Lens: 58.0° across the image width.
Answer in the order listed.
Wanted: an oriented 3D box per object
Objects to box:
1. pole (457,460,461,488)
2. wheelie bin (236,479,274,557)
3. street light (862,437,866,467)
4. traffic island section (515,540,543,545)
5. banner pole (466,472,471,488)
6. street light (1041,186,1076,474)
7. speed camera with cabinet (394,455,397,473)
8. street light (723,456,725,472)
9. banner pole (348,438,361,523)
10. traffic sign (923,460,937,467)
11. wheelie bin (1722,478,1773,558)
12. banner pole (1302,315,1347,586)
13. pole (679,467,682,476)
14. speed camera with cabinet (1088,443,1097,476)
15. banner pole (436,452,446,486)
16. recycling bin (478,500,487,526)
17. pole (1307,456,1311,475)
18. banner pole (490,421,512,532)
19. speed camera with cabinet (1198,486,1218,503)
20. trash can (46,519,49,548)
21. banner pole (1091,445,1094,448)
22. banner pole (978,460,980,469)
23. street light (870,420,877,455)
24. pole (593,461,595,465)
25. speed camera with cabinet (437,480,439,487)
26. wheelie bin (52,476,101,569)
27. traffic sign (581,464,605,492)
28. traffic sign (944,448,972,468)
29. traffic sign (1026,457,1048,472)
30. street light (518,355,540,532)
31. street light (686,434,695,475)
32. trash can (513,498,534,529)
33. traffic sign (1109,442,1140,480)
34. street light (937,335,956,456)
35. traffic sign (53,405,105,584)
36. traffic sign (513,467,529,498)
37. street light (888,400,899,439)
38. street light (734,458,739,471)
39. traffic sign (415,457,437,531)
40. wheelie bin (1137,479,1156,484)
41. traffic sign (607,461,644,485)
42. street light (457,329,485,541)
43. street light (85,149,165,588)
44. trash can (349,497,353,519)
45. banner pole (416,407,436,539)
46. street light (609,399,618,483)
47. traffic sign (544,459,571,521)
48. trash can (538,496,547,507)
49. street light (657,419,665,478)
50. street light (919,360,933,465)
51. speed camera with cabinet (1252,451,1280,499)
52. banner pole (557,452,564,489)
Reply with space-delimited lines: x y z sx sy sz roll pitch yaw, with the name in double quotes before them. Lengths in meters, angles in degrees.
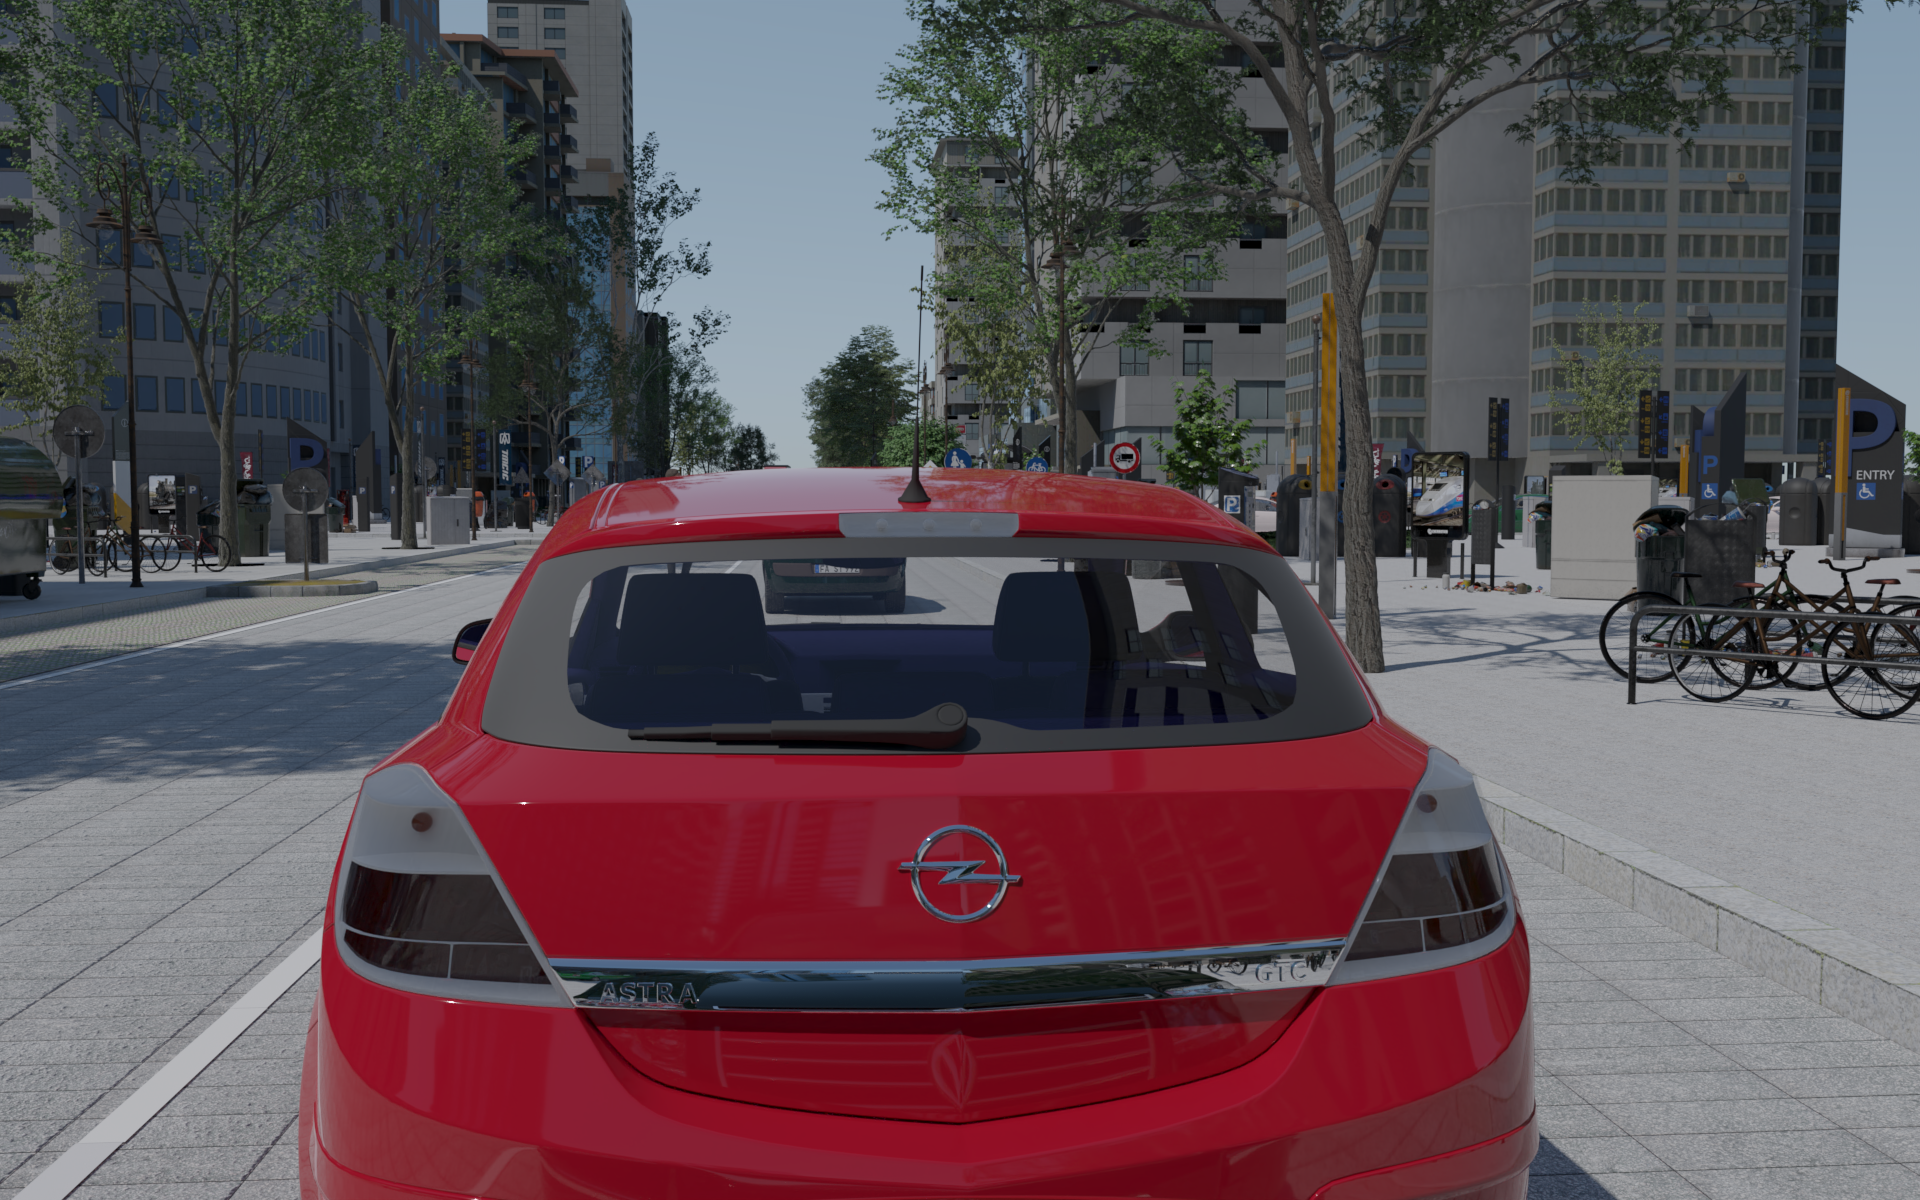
"pole" -30.398 -6.807 105.133 0.158 3.312 0.155 0 3 0
"wheelie bin" -14.482 -1.682 35.414 0.693 1.594 0.980 2 4 33
"street light" -7.281 -9.753 132.246 0.468 5.910 1.993 0 4 -5
"traffic island section" -11.603 -1.692 49.940 2.009 0.180 2.903 0 4 -5
"banner pole" -21.672 -5.281 76.363 0.401 3.779 0.863 0 4 -1
"street light" 1.549 -3.277 26.371 0.468 5.910 1.993 0 4 -5
"speed camera with cabinet" -28.112 -5.750 88.355 2.038 3.252 0.660 2 4 25
"street light" -24.885 -12.852 182.915 0.468 5.910 1.993 0 4 -5
"banner pole" -27.162 -5.366 77.746 0.863 3.779 0.401 1 4 21
"traffic sign" -0.872 -2.882 50.761 0.795 2.450 0.064 0 4 -5
"wheelie bin" 15.876 -1.659 35.025 0.980 1.594 0.693 0 4 -1
"banner pole" 5.177 -2.106 24.442 0.863 3.779 0.401 -2 4 -32
"pole" -20.912 -8.310 129.704 0.158 3.312 0.155 0 3 0
"speed camera with cabinet" 4.879 -4.404 66.347 0.660 3.252 2.038 3 5 44
"banner pole" -30.973 -6.917 103.114 0.401 3.779 0.863 3 5 40
"recycling bin" -19.662 -3.545 70.513 0.722 1.027 0.722 0 4 -7
"pole" 18.665 -6.046 92.702 0.158 3.312 0.155 0 3 0
"banner pole" -15.636 -4.221 59.030 0.863 3.779 0.401 1 4 14
"speed camera with cabinet" 9.510 -4.336 65.233 0.660 3.252 2.038 0 4 -7
"trash can" -20.961 -1.684 39.187 0.748 1.137 0.748 0 3 0
"banner pole" 7.022 -6.055 89.013 0.863 3.779 0.401 2 4 28
"banner pole" 1.622 -8.427 127.790 0.863 3.779 0.401 1 4 20
"street light" -5.387 -8.283 108.213 0.468 5.910 1.993 0 4 -5
"pole" -22.426 -6.854 105.900 0.158 3.312 0.155 0 3 0
"speed camera with cabinet" -32.253 -6.981 108.469 2.038 3.252 0.660 -1 4 -13
"wheelie bin" -15.282 -1.349 29.963 0.693 1.594 0.980 -1 4 -11
"traffic sign" -12.253 -3.315 57.837 0.795 2.450 0.064 0 4 -5
"traffic sign" -0.054 -2.929 47.994 0.768 2.556 0.104 0 4 -4
"traffic sign" 2.634 -3.626 59.384 0.768 2.556 0.104 0 3 0
"street light" -14.357 -5.201 57.831 0.468 5.910 1.993 0 4 -5
"street light" -20.811 -9.914 134.873 0.468 5.910 1.993 0 4 -5
"trash can" -15.957 -3.160 63.325 0.748 1.137 0.748 0 3 0
"traffic sign" 4.032 -2.596 42.549 0.768 2.556 0.104 0 4 -1
"street light" -0.396 -4.747 50.400 0.468 5.910 1.993 0 4 -5
"traffic sign" -12.570 -1.505 24.719 0.768 2.556 0.104 0 4 3
"traffic sign" -21.017 -5.083 83.119 0.884 2.594 0.081 0 4 0
"street light" -3.238 -6.794 83.863 0.468 5.910 1.993 0 4 -5
"street light" -27.742 -14.935 216.973 0.468 5.910 1.993 0 4 -5
"traffic sign" -18.344 -3.630 59.451 0.768 2.556 0.104 0 4 4
"wheelie bin" 3.836 -1.682 35.403 0.693 1.594 0.980 3 4 39
"traffic sign" -20.538 -6.883 106.413 2.265 3.308 0.079 0 4 5
"street light" -13.424 -4.581 47.692 0.468 5.910 1.993 0 4 -5
"street light" -11.340 -3.112 23.675 0.468 5.910 1.993 0 4 -5
"trash can" -30.138 -4.533 85.774 0.748 1.137 0.748 0 3 0
"banner pole" -15.377 -3.634 49.440 0.401 3.779 0.863 0 4 -2
"street light" -16.327 -6.688 82.139 0.468 5.910 1.993 0 4 -5
"traffic sign" -11.580 -2.828 49.880 0.795 2.450 0.064 0 4 -5
"trash can" -30.281 -6.970 125.619 0.748 1.137 0.748 0 3 0
"street light" -18.337 -8.163 106.254 0.468 5.910 1.993 0 4 -5
"street light" -1.211 -5.324 59.841 0.468 5.910 1.993 0 4 -5
"speed camera with cabinet" 13.288 -5.078 77.360 0.660 3.252 2.038 -2 4 -25
"banner pole" -23.797 -6.909 102.972 0.401 3.779 0.863 2 4 28
